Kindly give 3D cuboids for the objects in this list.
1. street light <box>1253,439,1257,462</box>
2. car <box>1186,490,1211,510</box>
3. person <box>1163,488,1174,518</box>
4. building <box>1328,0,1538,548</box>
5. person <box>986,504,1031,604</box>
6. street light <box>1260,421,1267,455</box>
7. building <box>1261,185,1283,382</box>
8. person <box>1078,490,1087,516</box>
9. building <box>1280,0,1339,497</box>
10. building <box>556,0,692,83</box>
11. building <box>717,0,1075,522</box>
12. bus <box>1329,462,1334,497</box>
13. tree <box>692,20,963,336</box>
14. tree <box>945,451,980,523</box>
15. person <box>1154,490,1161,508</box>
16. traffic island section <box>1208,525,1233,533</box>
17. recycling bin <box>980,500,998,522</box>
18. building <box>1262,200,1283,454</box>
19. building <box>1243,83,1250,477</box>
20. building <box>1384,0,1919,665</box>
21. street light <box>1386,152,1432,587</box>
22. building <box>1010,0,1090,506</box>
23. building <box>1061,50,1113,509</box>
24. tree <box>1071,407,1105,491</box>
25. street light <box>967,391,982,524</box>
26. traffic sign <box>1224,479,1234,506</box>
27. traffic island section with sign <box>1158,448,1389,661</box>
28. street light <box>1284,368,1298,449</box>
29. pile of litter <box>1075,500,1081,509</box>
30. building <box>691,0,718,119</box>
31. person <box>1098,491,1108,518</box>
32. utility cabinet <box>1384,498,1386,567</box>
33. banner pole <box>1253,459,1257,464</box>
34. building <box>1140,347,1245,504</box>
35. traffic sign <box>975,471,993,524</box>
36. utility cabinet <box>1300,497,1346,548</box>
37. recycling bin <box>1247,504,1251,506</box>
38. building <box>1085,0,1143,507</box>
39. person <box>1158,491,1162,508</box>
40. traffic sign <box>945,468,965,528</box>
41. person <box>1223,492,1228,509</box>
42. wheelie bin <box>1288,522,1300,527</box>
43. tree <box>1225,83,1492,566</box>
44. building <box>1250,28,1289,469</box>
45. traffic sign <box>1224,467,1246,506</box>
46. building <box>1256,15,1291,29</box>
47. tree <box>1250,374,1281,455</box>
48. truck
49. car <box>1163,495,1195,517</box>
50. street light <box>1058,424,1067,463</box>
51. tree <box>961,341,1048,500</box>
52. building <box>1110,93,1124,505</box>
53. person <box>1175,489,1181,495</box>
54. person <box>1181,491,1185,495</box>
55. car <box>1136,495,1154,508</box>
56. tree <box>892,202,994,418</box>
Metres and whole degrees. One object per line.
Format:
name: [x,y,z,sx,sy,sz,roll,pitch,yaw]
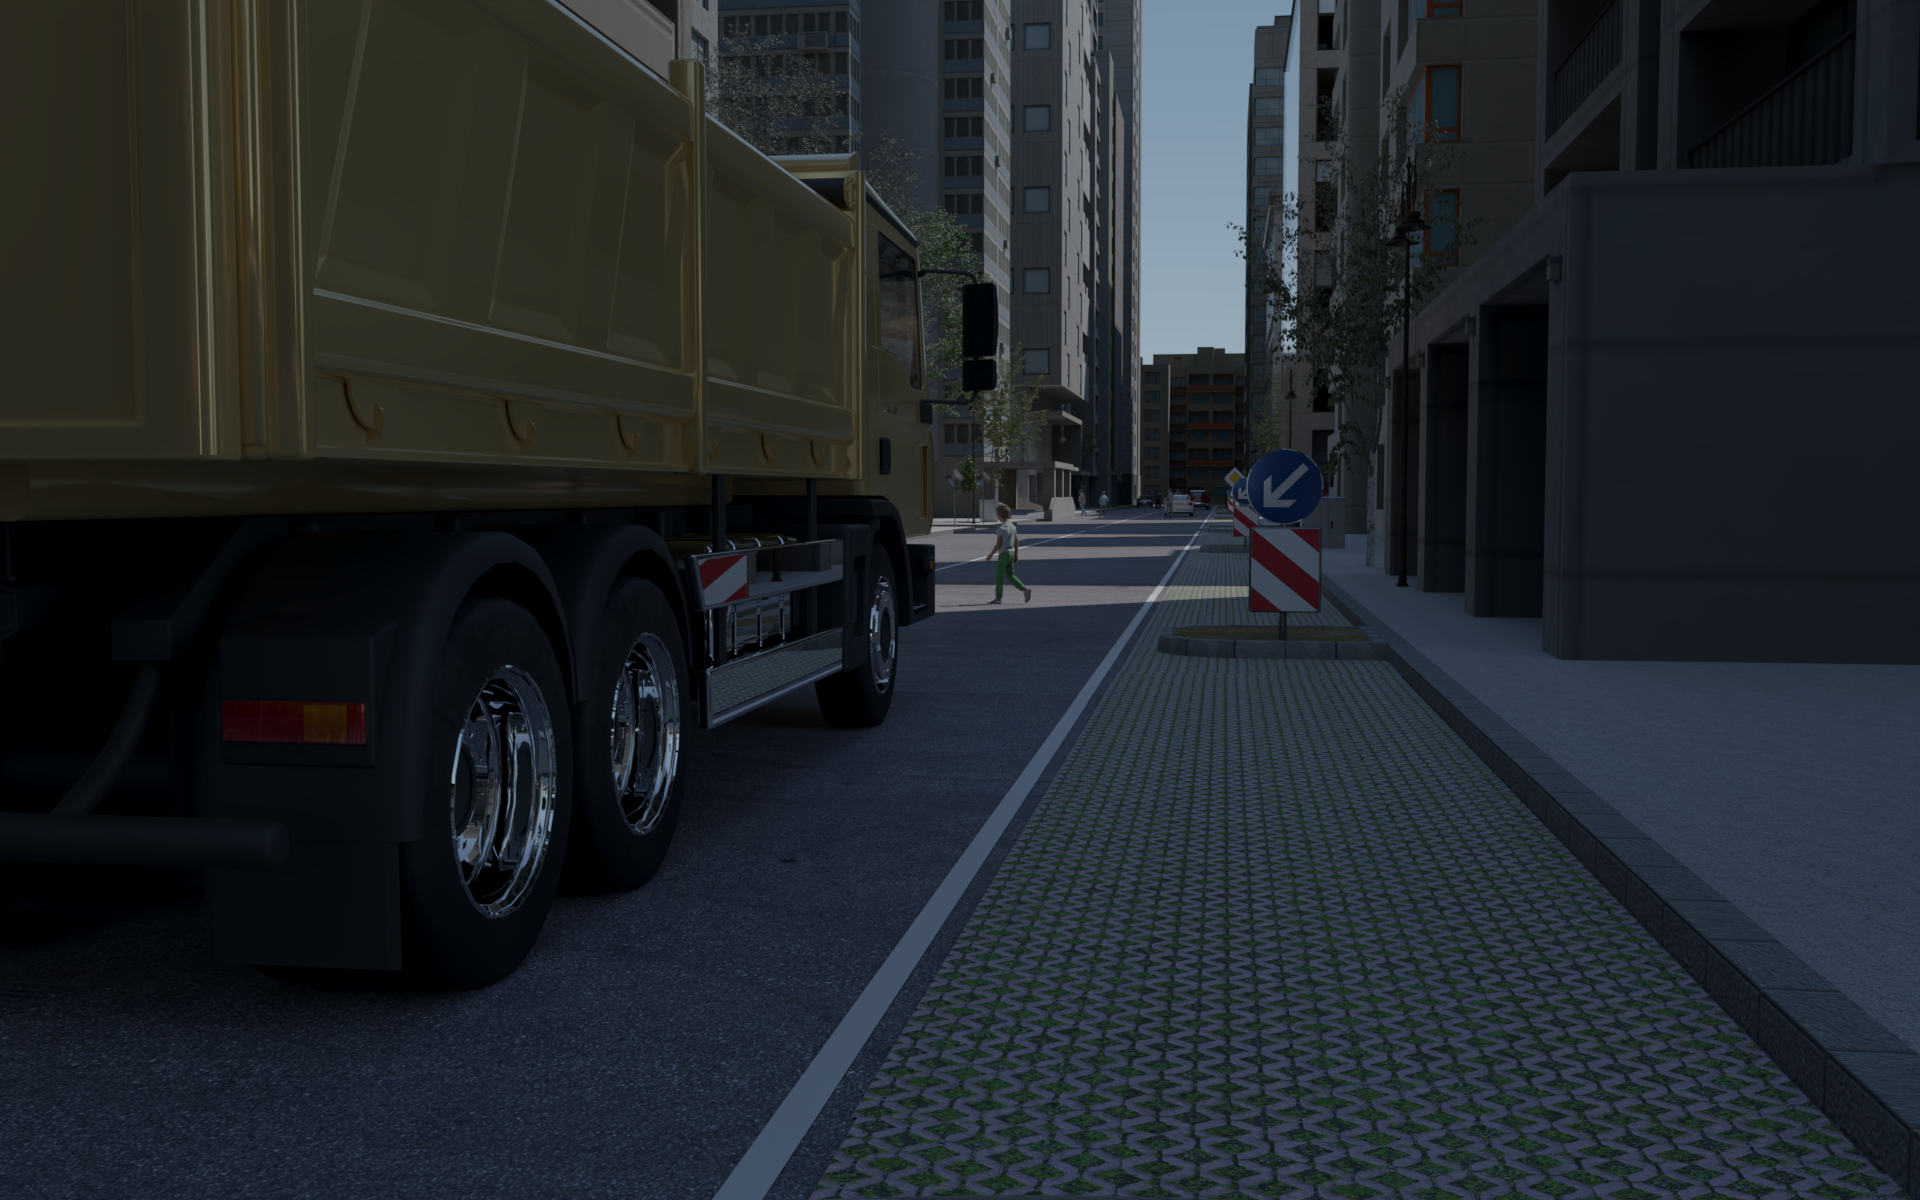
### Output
street light: [24.917,-10.608,146.234,0.468,5.910,1.993,1,4,9]
car: [21.697,-9.105,157.537,2.281,1.827,5.304,1,4,10]
person: [12.417,-5.774,103.110,0.583,1.804,0.606,2,4,32]
building: [25.095,-12.368,47.255,27.650,21.520,28.899,1,4,9]
person: [0.636,-0.602,22.590,0.590,1.304,0.306,1,4,19]
street light: [18.787,-8.217,107.131,0.468,5.910,1.993,1,4,9]
building: [29.608,-20.537,133.039,12.463,27.353,25.104,1,4,9]
person: [7.897,-6.259,111.672,0.643,1.720,0.563,0,4,-7]
building: [32.217,-16.759,78.533,34.151,26.468,19.350,1,4,9]
building: [-17.329,-24.485,24.024,21.300,48.544,21.600,1,4,9]
building: [-10.089,-24.829,97.831,32.217,40.220,23.993,1,4,9]
bus: [21.167,-4.428,67.262,13.247,3.499,2.948,0,4,7]
tree: [-5.015,-8.235,45.017,12.009,13.543,11.850,0,3,0]
tree: [0.398,-5.059,77.318,1.663,3.219,1.824,0,3,0]
person: [19.692,-10.053,172.879,0.705,1.823,1.348,-1,4,-23]
traffic island section: [10.297,-2.603,64.835,2.009,0.180,2.903,1,4,9]
recycling bin: [1.305,-4.063,78.983,0.722,1.027,0.722,-1,4,-10]
building: [24.671,-16.082,112.088,9.793,20.994,18.267,1,4,9]
building: [42.966,-34.918,194.610,21.300,48.544,21.600,1,4,9]
building: [15.407,-35.223,14.142,20.563,71.187,20.611,1,4,9]
street light: [6.140,-3.123,23.855,0.468,5.910,1.993,1,4,9]
building: [-4.432,-33.114,130.657,28.713,52.752,27.495,1,4,9]
building: [6.252,-28.901,156.128,14.154,41.232,14.086,1,4,9]
tree: [10.083,-11.970,146.077,4.360,8.622,3.978,0,3,0]
street light: [0.597,-6.223,74.526,0.468,5.910,1.993,1,4,9]
traffic sign: [11.478,-4.221,72.655,0.795,2.450,0.064,1,4,9]
traffic island section with sign: [2.836,-0.443,15.864,1.989,1.847,2.006,1,4,9]
street light: [12.128,-5.557,63.644,0.468,5.910,1.993,1,4,9]
pile of litter: [9.910,-8.172,147.577,1.176,0.858,1.719,2,4,29]
building: [-16.282,-23.026,60.073,14.086,41.232,14.154,1,4,9]
person: [8.629,-5.745,104.236,0.589,1.601,0.330,-1,4,-14]
utility cabinet: [7.802,-1.149,29.947,0.306,1.237,1.020,-2,4,-30]
banner pole: [20.876,-8.114,122.686,0.401,3.779,0.863,2,4,24]
building: [35.291,-24.351,243.185,28.899,21.520,27.650,1,4,9]
traffic sign: [1.008,-4.320,74.269,0.795,2.450,0.064,1,4,9]
utility cabinet: [8.592,-1.827,41.034,1.020,1.237,0.306,0,4,1]
recycling bin: [23.146,-7.641,137.483,0.722,1.027,0.722,2,4,25]
building: [11.708,-47.477,214.493,20.611,71.187,20.563,1,4,9]
person: [20.878,-10.570,182.124,0.742,1.727,0.445,2,4,32]
traffic sign: [-0.198,-3.837,66.375,0.795,2.450,0.064,1,4,9]
person: [25.626,-9.617,167.212,0.415,1.643,0.593,0,4,-6]
wheelie bin: [11.431,-3.086,58.364,0.980,1.594,0.693,0,4,-7]
tree: [7.106,-4.917,30.760,4.360,8.622,3.978,0,3,0]
building: [33.247,-28.850,155.296,14.154,41.232,14.086,1,4,9]
traffic sign: [10.272,-3.738,64.762,0.795,2.450,0.064,1,4,9]
building: [39.867,-33.540,172.080,21.300,48.544,21.600,1,4,9]
tree: [19.015,-9.252,101.632,4.737,8.622,4.395,0,3,0]
truck: [-2.001,-0.785,8.760,3.469,3.379,9.791,1,4,9]
car: [14.124,-6.071,111.629,2.083,1.381,4.827,0,4,7]
street light: [6.704,-8.614,113.633,0.468,5.910,1.993,1,4,9]
tree: [1.953,-8.046,81.919,4.737,8.622,4.395,0,3,0]
building: [10.628,-33.079,190.953,14.600,45.320,14.200,1,4,9]
person: [17.328,-7.940,138.192,0.514,1.842,0.818,-3,5,-41]
person: [24.790,-11.222,191.988,0.705,1.823,1.348,3,5,44]
car: [19.575,-10.449,183.425,1.945,1.354,3.894,0,4,7]
tree: [-2.407,-8.126,58.619,9.928,11.665,9.643,0,3,0]
